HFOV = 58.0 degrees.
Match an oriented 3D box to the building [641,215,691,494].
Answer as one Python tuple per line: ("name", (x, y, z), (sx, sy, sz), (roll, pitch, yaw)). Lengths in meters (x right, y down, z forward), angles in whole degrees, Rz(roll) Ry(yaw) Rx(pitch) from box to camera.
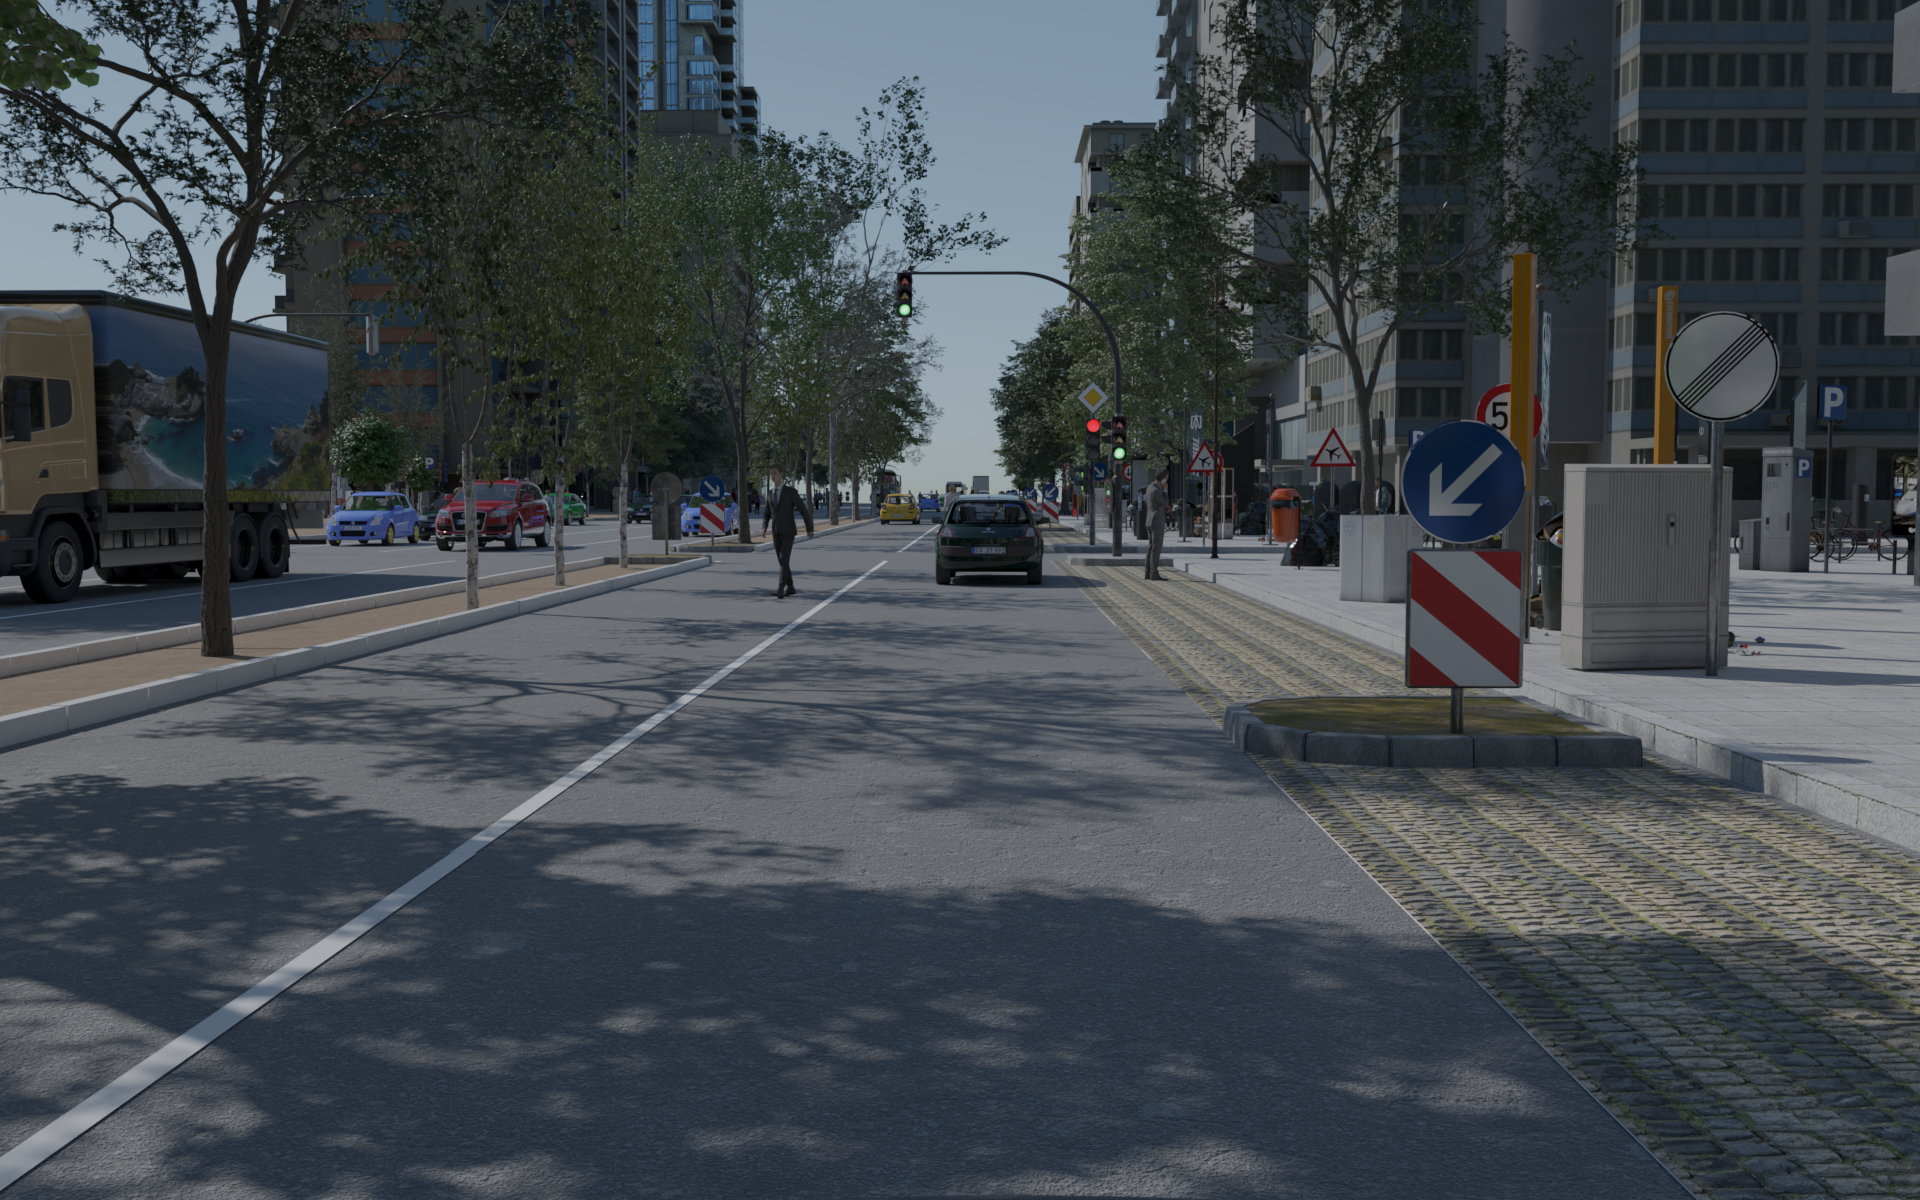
("building", (-35.734, -24.770, 176.686), (14.160, 30.474, 14.107), (0, 4, 1))

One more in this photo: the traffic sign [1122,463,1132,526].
("traffic sign", (6.946, -4.295, 70.322), (0.768, 2.556, 0.104), (0, 4, 7))

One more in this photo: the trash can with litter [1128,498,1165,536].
("trash can with litter", (5.628, -2.500, 52.255), (1.055, 1.170, 0.624), (-2, 4, -30))

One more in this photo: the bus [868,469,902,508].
("bus", (-7.371, -11.136, 173.622), (2.896, 3.916, 12.252), (0, 4, 1))

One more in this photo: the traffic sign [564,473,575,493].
("traffic sign", (-21.207, -5.720, 93.629), (0.768, 2.556, 0.104), (0, 4, 5))

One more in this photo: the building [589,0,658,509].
("building", (-38.052, -44.018, 157.944), (20.563, 71.187, 20.611), (0, 4, 1))

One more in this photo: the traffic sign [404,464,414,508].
("traffic sign", (-23.397, -4.520, 74.013), (0.768, 2.556, 0.104), (0, 4, 8))

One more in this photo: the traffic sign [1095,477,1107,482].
("traffic sign", (5.952, -4.532, 74.203), (0.768, 2.556, 0.104), (0, 4, 5))

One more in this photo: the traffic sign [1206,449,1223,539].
("traffic sign", (7.116, -3.014, 49.391), (0.768, 2.556, 0.104), (0, 4, 7))

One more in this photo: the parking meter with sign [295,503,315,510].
("parking meter with sign", (-28.631, -4.838, 75.365), (0.543, 3.016, 1.738), (-1, 4, -11))

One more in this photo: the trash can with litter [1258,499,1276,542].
("trash can with litter", (8.994, -2.200, 47.030), (2.233, 1.210, 1.678), (-1, 4, -14))

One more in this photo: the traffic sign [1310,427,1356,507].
("traffic sign", (7.281, -2.071, 33.866), (0.884, 2.594, 0.081), (0, 4, 6))

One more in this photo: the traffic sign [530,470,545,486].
("traffic sign", (-22.221, -5.563, 91.066), (0.768, 2.556, 0.104), (0, 4, 2))

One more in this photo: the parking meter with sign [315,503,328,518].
("parking meter with sign", (-34.162, -5.843, 91.794), (1.738, 3.016, 0.543), (3, 4, 37))

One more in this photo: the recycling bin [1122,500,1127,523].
("recycling bin", (6.881, -3.903, 76.371), (0.722, 1.027, 0.722), (2, 4, 33))

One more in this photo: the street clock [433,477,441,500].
("street clock", (-21.973, -4.171, 72.774), (0.358, 2.002, 0.471), (-1, 4, -9))

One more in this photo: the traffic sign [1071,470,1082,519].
("traffic sign", (5.971, -5.361, 87.766), (0.768, 2.556, 0.104), (1, 4, 9))

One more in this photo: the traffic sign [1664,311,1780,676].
("traffic sign", (5.309, -0.737, 12.157), (0.768, 2.556, 0.104), (0, 4, 6))

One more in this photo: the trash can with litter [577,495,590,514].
("trash can with litter", (-24.387, -6.083, 110.512), (1.678, 1.210, 2.233), (-2, 4, -33))

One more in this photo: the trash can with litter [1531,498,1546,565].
("trash can with litter", (10.789, -1.215, 30.924), (2.233, 1.210, 1.678), (0, 4, 6))

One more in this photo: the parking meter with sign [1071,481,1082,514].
("parking meter with sign", (8.075, -7.134, 112.906), (1.738, 3.016, 0.543), (1, 4, 10))

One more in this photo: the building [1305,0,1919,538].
("building", (26.837, -22.874, 65.872), (23.993, 40.220, 32.217), (0, 4, 1))

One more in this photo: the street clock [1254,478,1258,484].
("street clock", (12.802, -4.369, 76.002), (0.471, 2.002, 0.358), (1, 4, 21))

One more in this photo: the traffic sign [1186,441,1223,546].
("traffic sign", (5.993, -2.598, 42.489), (0.884, 2.594, 0.081), (0, 4, 8))

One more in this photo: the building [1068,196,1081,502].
("building", (27.858, -39.272, 265.790), (21.300, 48.544, 21.600), (0, 4, 1))

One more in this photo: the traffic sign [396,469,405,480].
("traffic sign", (-22.503, -4.215, 69.019), (0.768, 2.556, 0.104), (1, 4, 8))

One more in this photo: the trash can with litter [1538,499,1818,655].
("trash can with litter", (6.087, -0.229, 14.797), (1.678, 1.210, 2.233), (0, 4, 2))

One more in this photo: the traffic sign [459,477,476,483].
("traffic sign", (-22.810, -4.912, 80.313), (0.884, 2.594, 0.081), (0, 4, 7))

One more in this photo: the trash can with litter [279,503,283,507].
("trash can with litter", (-25.260, -3.210, 63.864), (0.624, 1.170, 1.055), (-1, 4, -23))

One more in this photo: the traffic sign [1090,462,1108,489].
("traffic sign", (5.535, -4.222, 69.132), (0.768, 2.556, 0.104), (1, 4, 8))

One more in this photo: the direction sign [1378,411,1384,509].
("direction sign", (11.509, -3.389, 47.400), (0.379, 3.537, 0.876), (1, 4, 19))

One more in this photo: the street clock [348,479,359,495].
("street clock", (-25.546, -4.188, 73.050), (0.471, 2.002, 0.358), (-1, 4, -9))

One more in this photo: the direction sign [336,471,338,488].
("direction sign", (-42.040, -7.633, 116.802), (0.379, 3.537, 0.876), (-2, 4, -30))

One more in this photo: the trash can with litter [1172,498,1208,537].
("trash can with litter", (6.871, -2.450, 51.440), (1.055, 1.170, 0.624), (-3, 4, -36))

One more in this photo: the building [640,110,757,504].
("building", (-38.221, -36.608, 222.238), (21.300, 48.544, 21.600), (0, 4, 1))

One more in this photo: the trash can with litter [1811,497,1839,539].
("trash can with litter", (24.073, -2.322, 49.030), (1.678, 1.210, 2.233), (1, 4, 18))

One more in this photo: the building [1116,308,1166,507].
("building", (30.289, -19.937, 171.006), (27.650, 21.520, 28.899), (0, 4, 1))

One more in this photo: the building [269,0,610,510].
("building", (-39.801, -29.277, 133.299), (22.147, 44.769, 28.867), (0, 4, 1))

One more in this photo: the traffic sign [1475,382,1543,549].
("traffic sign", (6.276, -1.209, 19.876), (0.768, 2.556, 0.104), (0, 4, 2))

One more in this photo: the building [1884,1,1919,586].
("building", (22.721, -23.872, 9.913), (23.786, 49.044, 30.456), (0, 4, 1))

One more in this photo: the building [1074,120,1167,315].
("building", (30.841, -39.868, 241.077), (28.713, 52.752, 27.495), (0, 4, 1))

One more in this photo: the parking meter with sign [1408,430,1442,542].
("parking meter with sign", (12.733, -3.059, 46.271), (0.543, 3.016, 1.738), (-2, 4, -23))

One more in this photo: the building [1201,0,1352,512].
("building", (29.436, -31.467, 103.724), (28.713, 52.752, 27.495), (0, 4, 1))

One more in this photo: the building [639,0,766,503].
("building", (-39.096, -57.167, 247.344), (22.319, 86.520, 31.000), (0, 4, 1))

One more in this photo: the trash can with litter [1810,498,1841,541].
("trash can with litter", (22.876, -2.108, 45.854), (0.624, 1.170, 1.055), (3, 4, 38))

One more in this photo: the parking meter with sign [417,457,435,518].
("parking meter with sign", (-25.526, -5.279, 82.579), (0.543, 3.016, 1.738), (-2, 4, -32))

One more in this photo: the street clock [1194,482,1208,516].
("street clock", (12.130, -5.095, 87.878), (0.471, 2.002, 0.358), (-2, 4, -33))

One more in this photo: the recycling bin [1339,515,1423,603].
("recycling bin", (5.051, -0.503, 20.779), (0.722, 1.027, 0.722), (-3, 5, -40))

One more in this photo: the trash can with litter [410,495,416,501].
("trash can with litter", (-36.427, -6.348, 114.840), (2.233, 1.210, 1.678), (2, 4, 34))

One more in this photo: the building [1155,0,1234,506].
("building", (27.629, -31.840, 140.185), (23.786, 49.044, 30.456), (0, 4, 1))

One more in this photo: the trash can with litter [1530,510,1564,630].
("trash can with litter", (5.604, -0.316, 16.553), (0.624, 1.170, 1.055), (-1, 4, -23))

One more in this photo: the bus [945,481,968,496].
("bus", (-0.542, -16.166, 259.177), (2.948, 3.499, 13.247), (0, 4, 3))

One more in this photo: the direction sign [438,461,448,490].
("direction sign", (-35.180, -7.699, 117.871), (0.876, 3.537, 0.379), (2, 4, 27))

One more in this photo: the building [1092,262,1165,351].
("building", (23.700, -27.465, 220.758), (14.160, 30.474, 14.107), (0, 4, 1))

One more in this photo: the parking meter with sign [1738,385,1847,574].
("parking meter with sign", (13.646, -1.975, 28.557), (0.543, 3.016, 1.738), (-1, 4, -21))
